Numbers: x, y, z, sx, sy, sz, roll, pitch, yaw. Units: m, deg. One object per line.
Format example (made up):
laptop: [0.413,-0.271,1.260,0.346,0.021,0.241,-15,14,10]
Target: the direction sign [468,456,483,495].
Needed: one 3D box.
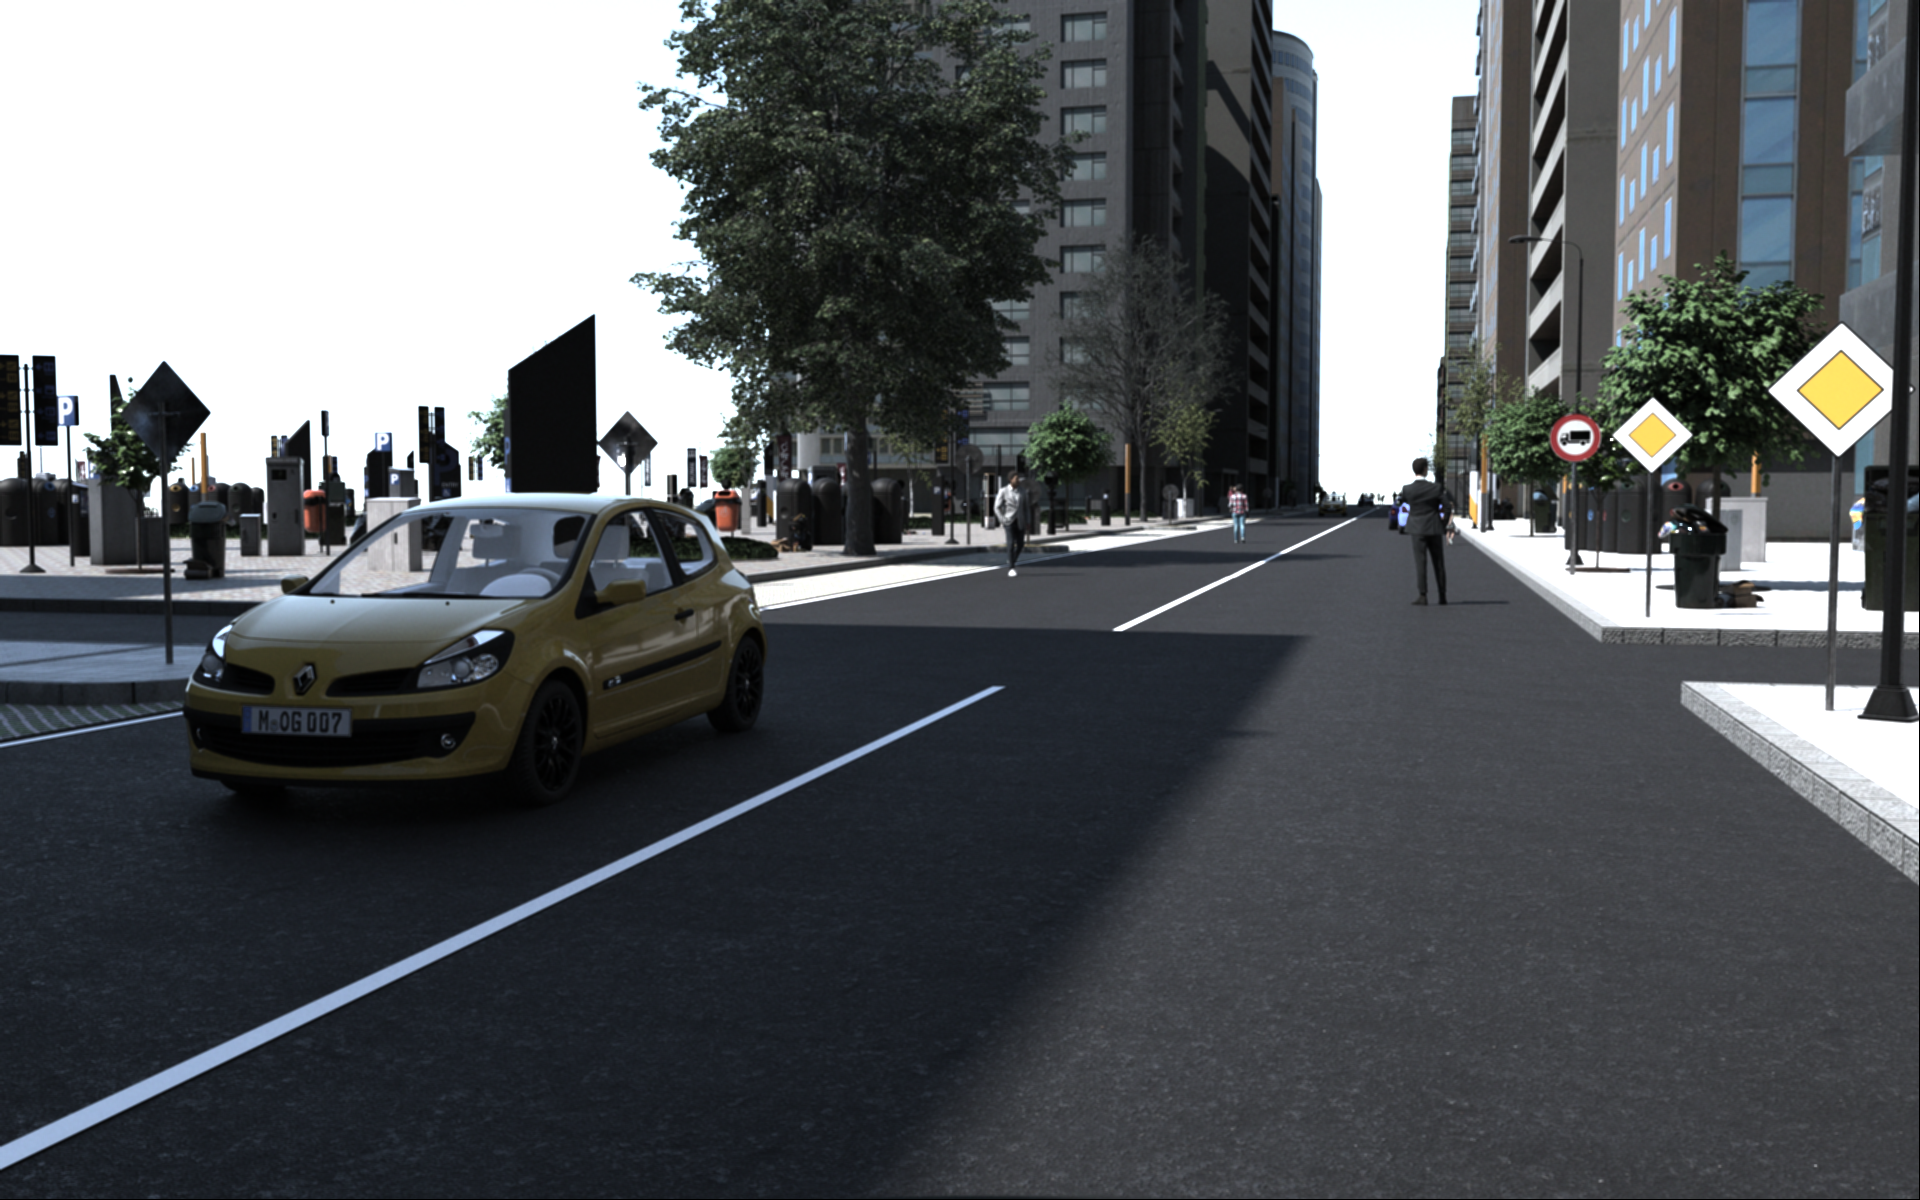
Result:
direction sign: [-28.721,-6.774,102.759,0.876,3.537,0.379,0,4,-2]

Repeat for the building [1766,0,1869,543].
building: [27.207,-24.432,49.570,14.600,45.320,14.200,1,4,14]

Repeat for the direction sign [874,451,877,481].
direction sign: [-4.477,-6.086,91.509,0.379,3.537,0.876,0,4,5]

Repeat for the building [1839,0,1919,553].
building: [29.864,-24.771,24.611,30.456,49.044,23.786,1,4,14]

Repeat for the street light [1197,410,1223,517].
street light: [13.807,-7.528,95.625,1.470,5.913,1.316,1,4,14]

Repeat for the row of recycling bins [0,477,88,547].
row of recycling bins: [-22.937,-2.240,43.738,1.069,1.692,3.534,1,4,12]

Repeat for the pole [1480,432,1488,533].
pole: [17.307,-3.874,57.189,0.158,3.312,0.155,0,3,0]

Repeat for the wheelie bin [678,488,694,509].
wheelie bin: [-13.941,-4.913,88.234,0.693,1.594,0.980,2,4,34]

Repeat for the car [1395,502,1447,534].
car: [16.818,-3.263,62.938,1.945,1.707,3.694,1,4,14]

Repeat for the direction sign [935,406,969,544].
direction sign: [-0.205,-3.209,44.456,0.876,3.537,0.379,0,3,0]

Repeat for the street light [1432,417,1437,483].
street light: [29.302,-8.050,104.165,1.470,5.913,1.316,1,4,14]

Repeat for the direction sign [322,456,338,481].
direction sign: [-37.335,-6.772,102.723,0.876,3.537,0.379,-2,4,-27]

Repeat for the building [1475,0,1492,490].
building: [45.841,-35.106,115.988,21.231,58.520,28.212,1,4,14]

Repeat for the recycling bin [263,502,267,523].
recycling bin: [-21.279,-2.548,54.218,0.722,1.027,0.722,2,4,30]

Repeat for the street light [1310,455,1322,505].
street light: [42.287,-14.262,205.732,1.470,5.913,1.316,1,4,14]

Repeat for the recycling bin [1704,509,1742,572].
recycling bin: [12.466,-0.994,28.800,0.722,1.027,0.722,-1,4,-21]

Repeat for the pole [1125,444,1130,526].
pole: [6.832,-4.686,70.466,0.158,3.312,0.155,0,3,0]

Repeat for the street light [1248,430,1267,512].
street light: [21.391,-9.326,125.024,1.470,5.913,1.316,1,4,14]

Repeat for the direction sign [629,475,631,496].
direction sign: [-12.185,-4.403,63.986,0.379,3.537,0.876,0,3,0]

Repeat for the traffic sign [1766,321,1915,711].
traffic sign: [5.138,-0.400,10.178,0.795,2.450,0.064,1,4,14]

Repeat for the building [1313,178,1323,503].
building: [42.737,-36.104,240.410,14.600,45.320,14.200,1,4,14]

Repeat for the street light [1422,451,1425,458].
street light: [44.894,-11.740,164.491,1.470,5.913,1.316,1,4,14]

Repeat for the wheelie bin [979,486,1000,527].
wheelie bin: [1.146,-3.582,66.468,0.693,1.594,0.980,-2,4,-34]

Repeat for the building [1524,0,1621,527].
building: [36.357,-27.530,73.815,21.300,48.544,21.600,1,4,14]

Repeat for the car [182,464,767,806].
car: [-2.403,0.055,9.320,2.015,1.641,3.980,1,4,13]

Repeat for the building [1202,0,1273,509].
building: [14.193,-31.802,143.667,21.300,48.544,21.600,1,4,14]

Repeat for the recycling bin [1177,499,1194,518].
recycling bin: [12.159,-4.954,93.544,0.722,1.027,0.722,-1,4,-19]

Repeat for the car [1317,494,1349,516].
car: [24.456,-6.315,113.481,2.015,1.641,3.980,1,4,15]

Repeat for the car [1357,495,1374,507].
car: [46.874,-11.464,200.016,1.945,1.354,3.894,1,4,16]

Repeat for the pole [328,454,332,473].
pole: [-32.414,-5.832,89.202,0.158,3.312,0.155,0,3,0]

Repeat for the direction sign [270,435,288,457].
direction sign: [-26.054,-4.549,66.376,0.876,3.537,0.379,2,4,26]

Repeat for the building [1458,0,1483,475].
building: [54.503,-32.090,144.285,23.786,49.044,30.456,1,4,14]

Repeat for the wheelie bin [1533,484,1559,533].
wheelie bin: [19.117,-2.981,56.647,0.693,1.594,0.980,3,5,42]

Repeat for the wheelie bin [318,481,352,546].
wheelie bin: [-15.741,-2.169,43.366,0.980,1.594,0.693,-1,4,-17]

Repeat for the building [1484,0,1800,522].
building: [36.916,-27.283,96.187,14.600,45.320,14.200,1,4,14]

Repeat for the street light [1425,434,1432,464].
street light: [37.004,-9.896,134.343,1.470,5.913,1.316,1,4,14]

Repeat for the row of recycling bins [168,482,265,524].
row of recycling bins: [-25.978,-3.235,60.001,3.534,1.692,1.069,1,4,20]

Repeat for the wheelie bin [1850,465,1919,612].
wheelie bin: [10.324,-0.681,19.046,0.980,1.594,0.693,2,4,28]

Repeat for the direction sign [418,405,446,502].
direction sign: [-13.576,-3.217,44.593,0.379,3.537,0.876,2,4,31]

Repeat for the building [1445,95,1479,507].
building: [57.777,-30.331,179.499,14.154,41.232,14.086,1,4,14]

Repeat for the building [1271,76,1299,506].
building: [27.639,-32.671,184.288,14.600,45.320,14.200,1,4,14]

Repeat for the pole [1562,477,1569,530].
pole: [21.908,-4.205,62.591,0.158,3.312,0.155,0,3,0]

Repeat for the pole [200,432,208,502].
pole: [-24.864,-3.863,56.995,0.158,3.312,0.155,0,3,0]

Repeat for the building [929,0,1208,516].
building: [6.785,-25.621,102.491,14.154,41.232,14.086,1,4,14]

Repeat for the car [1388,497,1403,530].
car: [18.409,-3.545,70.538,1.945,1.354,3.894,1,4,16]

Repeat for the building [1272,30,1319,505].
building: [33.832,-41.495,220.439,21.231,58.520,28.212,1,4,14]

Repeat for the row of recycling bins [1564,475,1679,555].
row of recycling bins: [14.439,-1.907,38.286,1.069,1.692,3.534,0,4,-4]

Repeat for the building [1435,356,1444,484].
building: [77.072,-23.395,227.539,27.650,21.520,28.899,1,4,14]

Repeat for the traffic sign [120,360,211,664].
traffic sign: [-5.987,-0.576,13.061,0.795,2.450,0.064,1,4,14]

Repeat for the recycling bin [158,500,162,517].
recycling bin: [-35.797,-4.029,78.420,0.722,1.027,0.722,-3,5,-43]

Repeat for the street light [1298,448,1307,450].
street light: [34.489,-12.429,175.751,1.470,5.913,1.316,1,4,14]

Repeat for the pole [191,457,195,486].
pole: [-41.888,-6.165,94.644,0.158,3.312,0.155,0,3,0]

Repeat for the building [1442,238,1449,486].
building: [61.579,-25.863,194.568,14.160,30.474,14.107,1,4,14]

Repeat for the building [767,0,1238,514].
building: [3.220,-26.383,123.246,32.217,40.220,23.993,1,4,14]

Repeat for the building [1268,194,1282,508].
building: [22.369,-23.858,161.783,14.160,30.474,14.107,1,4,14]

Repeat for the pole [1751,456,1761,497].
pole: [19.569,-2.980,42.561,0.158,3.312,0.155,0,3,0]

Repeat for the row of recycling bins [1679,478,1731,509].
row of recycling bins: [18.145,-2.327,45.155,3.534,1.692,1.069,1,4,14]

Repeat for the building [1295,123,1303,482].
building: [31.607,-33.548,198.621,14.600,45.320,14.200,1,4,14]

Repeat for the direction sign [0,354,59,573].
direction sign: [-15.166,-2.215,28.216,0.876,3.537,0.379,-1,4,-20]

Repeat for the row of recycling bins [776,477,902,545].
row of recycling bins: [-3.004,-2.252,43.926,3.534,1.692,1.069,-2,4,-35]
